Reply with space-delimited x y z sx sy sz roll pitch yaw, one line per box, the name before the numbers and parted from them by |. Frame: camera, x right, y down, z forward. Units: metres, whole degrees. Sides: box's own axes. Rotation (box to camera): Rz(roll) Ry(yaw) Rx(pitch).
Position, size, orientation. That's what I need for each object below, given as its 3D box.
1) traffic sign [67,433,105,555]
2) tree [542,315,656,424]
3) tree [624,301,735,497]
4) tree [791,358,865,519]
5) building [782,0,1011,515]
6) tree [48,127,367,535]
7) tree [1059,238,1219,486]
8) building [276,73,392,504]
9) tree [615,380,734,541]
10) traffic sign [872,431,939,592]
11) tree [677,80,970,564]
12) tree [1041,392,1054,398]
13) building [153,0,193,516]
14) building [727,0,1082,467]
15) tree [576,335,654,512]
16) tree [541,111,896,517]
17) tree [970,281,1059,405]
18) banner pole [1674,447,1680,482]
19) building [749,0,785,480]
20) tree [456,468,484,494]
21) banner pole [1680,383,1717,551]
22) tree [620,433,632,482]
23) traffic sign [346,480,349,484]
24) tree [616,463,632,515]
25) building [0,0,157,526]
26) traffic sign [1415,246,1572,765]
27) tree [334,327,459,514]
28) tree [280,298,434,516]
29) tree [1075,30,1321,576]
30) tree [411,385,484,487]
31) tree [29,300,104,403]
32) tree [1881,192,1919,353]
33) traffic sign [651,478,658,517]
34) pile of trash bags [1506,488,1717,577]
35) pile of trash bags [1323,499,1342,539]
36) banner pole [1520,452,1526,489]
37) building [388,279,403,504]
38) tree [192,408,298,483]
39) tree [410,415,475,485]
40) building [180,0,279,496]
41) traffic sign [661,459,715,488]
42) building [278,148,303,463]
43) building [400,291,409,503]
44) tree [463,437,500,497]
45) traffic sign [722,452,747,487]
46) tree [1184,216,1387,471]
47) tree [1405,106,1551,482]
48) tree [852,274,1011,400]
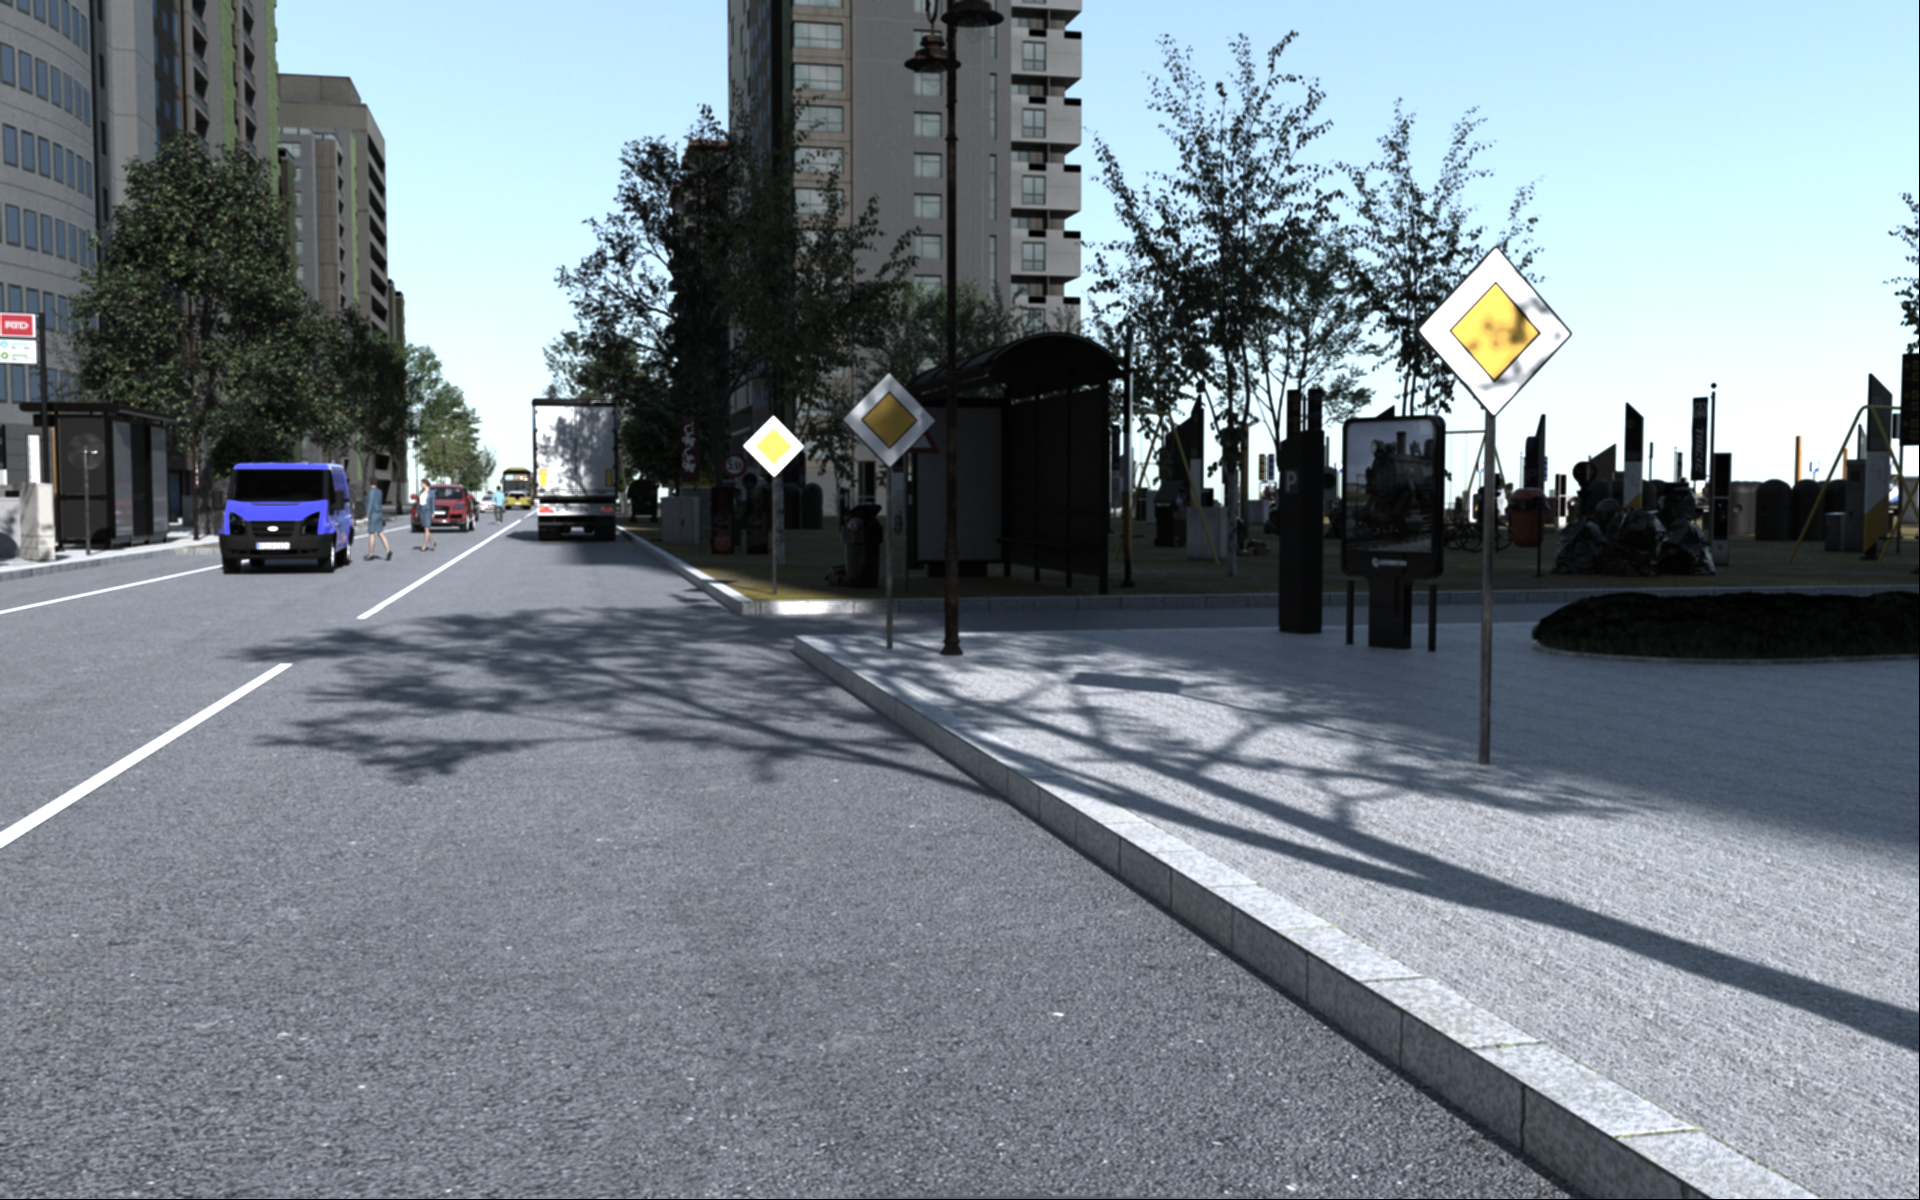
traffic sign | -18.280 -2.210 36.246 0.768 2.556 0.104 0 4 -6
tree | -35.910 -19.817 179.897 12.611 20.169 13.585 0 3 0
tree | -10.949 -7.078 66.081 4.360 8.622 3.978 0 3 0
tree | -6.327 -8.429 88.183 4.360 8.622 3.978 0 3 0
building | -4.932 -26.374 114.811 14.154 41.232 14.086 -1 4 -13
tree | -23.713 -8.408 54.482 9.611 12.733 9.660 0 3 0
tree | 5.586 -6.039 49.100 4.737 8.622 4.395 0 3 0
building | -79.294 -35.454 203.373 21.300 48.544 21.600 -1 4 -13
tree | -7.849 -3.917 47.752 4.285 4.588 4.351 0 3 0
traffic sign | -0.708 -1.380 22.568 0.884 2.594 0.081 -1 4 -11
tree | -3.097 -4.954 31.355 4.737 8.622 4.395 0 3 0
tree | 5.449 -7.378 70.994 4.360 8.622 3.978 0 3 0
building | -51.393 -27.198 94.794 14.600 45.320 14.200 -1 4 -13
building | -5.394 -34.325 150.456 28.713 52.752 27.495 -1 4 -13
tree | -24.559 -12.592 124.009 7.486 12.596 7.792 0 3 0
tree | -5.729 -6.560 41.661 8.767 10.594 7.601 0 4 -4
tree | 1.012 -6.648 59.061 4.737 8.622 4.395 0 3 0
banner pole | 37.765 -6.187 91.181 0.401 3.779 0.863 -1 4 -10
building | -7.870 -29.259 128.496 14.600 45.320 14.200 -1 4 -13
tree | -58.904 -13.744 208.435 4.285 4.588 4.351 0 3 0
banner pole | 16.861 -3.011 39.249 0.401 3.779 0.863 -1 4 -20
tree | -42.950 -17.557 204.071 9.611 12.733 9.660 0 3 0
traffic sign | -32.124 -5.487 89.714 0.884 2.594 0.081 0 4 -7
tree | -20.751 -6.795 105.707 1.663 3.219 1.824 0 3 0
building | -46.550 -32.197 68.427 21.231 58.520 28.212 -1 4 -13
traffic sign | 2.490 -0.427 8.161 0.795 2.450 0.064 -1 4 -12
tree | -35.696 -11.229 109.350 9.928 11.665 9.643 0 3 0
tree | -29.397 -9.020 81.896 7.601 10.594 8.767 0 4 -3
tree | 4.045 -4.687 26.994 4.360 8.622 3.978 0 3 0
tree | -53.284 -16.037 180.324 7.486 12.596 7.792 0 3 0
tree | -31.496 -6.901 63.190 4.360 8.622 3.978 0 3 0
tree | 22.937 -5.425 39.064 4.737 8.622 4.395 0 3 0
traffic sign | -14.547 -5.032 82.386 0.768 2.556 0.104 0 4 -8
pile of trash bags | 10.177 -1.088 27.543 3.447 1.369 1.912 -1 4 -22
pile of trash bags | 11.806 -2.399 48.973 1.912 1.369 3.447 -1 4 -20
banner pole | 33.554 -6.910 103.000 0.401 3.779 0.863 -3 5 -39
building | -80.106 -27.543 222.021 14.160 30.474 14.107 -1 4 -13
tree | -25.969 -4.863 63.220 4.285 4.588 4.351 0 3 0
tree | -48.237 -12.792 159.517 4.737 8.622 4.395 0 3 0
building | -56.673 -26.877 123.026 14.154 41.232 14.086 -1 4 -13
traffic sign | -10.896 -4.648 69.866 2.265 3.308 0.079 0 4 -5
building | -60.724 -22.349 137.100 14.160 30.474 14.107 -1 4 -13
building | -83.269 -28.382 235.744 14.160 30.474 14.107 -1 4 -13
tree | -61.204 -16.388 218.307 4.360 8.622 3.978 0 3 0
traffic sign | -6.904 -3.241 53.102 0.768 2.556 0.104 -1 4 -12
tree | 12.316 -8.576 65.965 9.928 11.665 9.643 0 3 0
tree | 8.902 -5.053 32.975 4.360 8.622 3.978 0 3 0
tree | -1.301 -9.566 82.157 9.928 11.665 9.643 0 3 0
